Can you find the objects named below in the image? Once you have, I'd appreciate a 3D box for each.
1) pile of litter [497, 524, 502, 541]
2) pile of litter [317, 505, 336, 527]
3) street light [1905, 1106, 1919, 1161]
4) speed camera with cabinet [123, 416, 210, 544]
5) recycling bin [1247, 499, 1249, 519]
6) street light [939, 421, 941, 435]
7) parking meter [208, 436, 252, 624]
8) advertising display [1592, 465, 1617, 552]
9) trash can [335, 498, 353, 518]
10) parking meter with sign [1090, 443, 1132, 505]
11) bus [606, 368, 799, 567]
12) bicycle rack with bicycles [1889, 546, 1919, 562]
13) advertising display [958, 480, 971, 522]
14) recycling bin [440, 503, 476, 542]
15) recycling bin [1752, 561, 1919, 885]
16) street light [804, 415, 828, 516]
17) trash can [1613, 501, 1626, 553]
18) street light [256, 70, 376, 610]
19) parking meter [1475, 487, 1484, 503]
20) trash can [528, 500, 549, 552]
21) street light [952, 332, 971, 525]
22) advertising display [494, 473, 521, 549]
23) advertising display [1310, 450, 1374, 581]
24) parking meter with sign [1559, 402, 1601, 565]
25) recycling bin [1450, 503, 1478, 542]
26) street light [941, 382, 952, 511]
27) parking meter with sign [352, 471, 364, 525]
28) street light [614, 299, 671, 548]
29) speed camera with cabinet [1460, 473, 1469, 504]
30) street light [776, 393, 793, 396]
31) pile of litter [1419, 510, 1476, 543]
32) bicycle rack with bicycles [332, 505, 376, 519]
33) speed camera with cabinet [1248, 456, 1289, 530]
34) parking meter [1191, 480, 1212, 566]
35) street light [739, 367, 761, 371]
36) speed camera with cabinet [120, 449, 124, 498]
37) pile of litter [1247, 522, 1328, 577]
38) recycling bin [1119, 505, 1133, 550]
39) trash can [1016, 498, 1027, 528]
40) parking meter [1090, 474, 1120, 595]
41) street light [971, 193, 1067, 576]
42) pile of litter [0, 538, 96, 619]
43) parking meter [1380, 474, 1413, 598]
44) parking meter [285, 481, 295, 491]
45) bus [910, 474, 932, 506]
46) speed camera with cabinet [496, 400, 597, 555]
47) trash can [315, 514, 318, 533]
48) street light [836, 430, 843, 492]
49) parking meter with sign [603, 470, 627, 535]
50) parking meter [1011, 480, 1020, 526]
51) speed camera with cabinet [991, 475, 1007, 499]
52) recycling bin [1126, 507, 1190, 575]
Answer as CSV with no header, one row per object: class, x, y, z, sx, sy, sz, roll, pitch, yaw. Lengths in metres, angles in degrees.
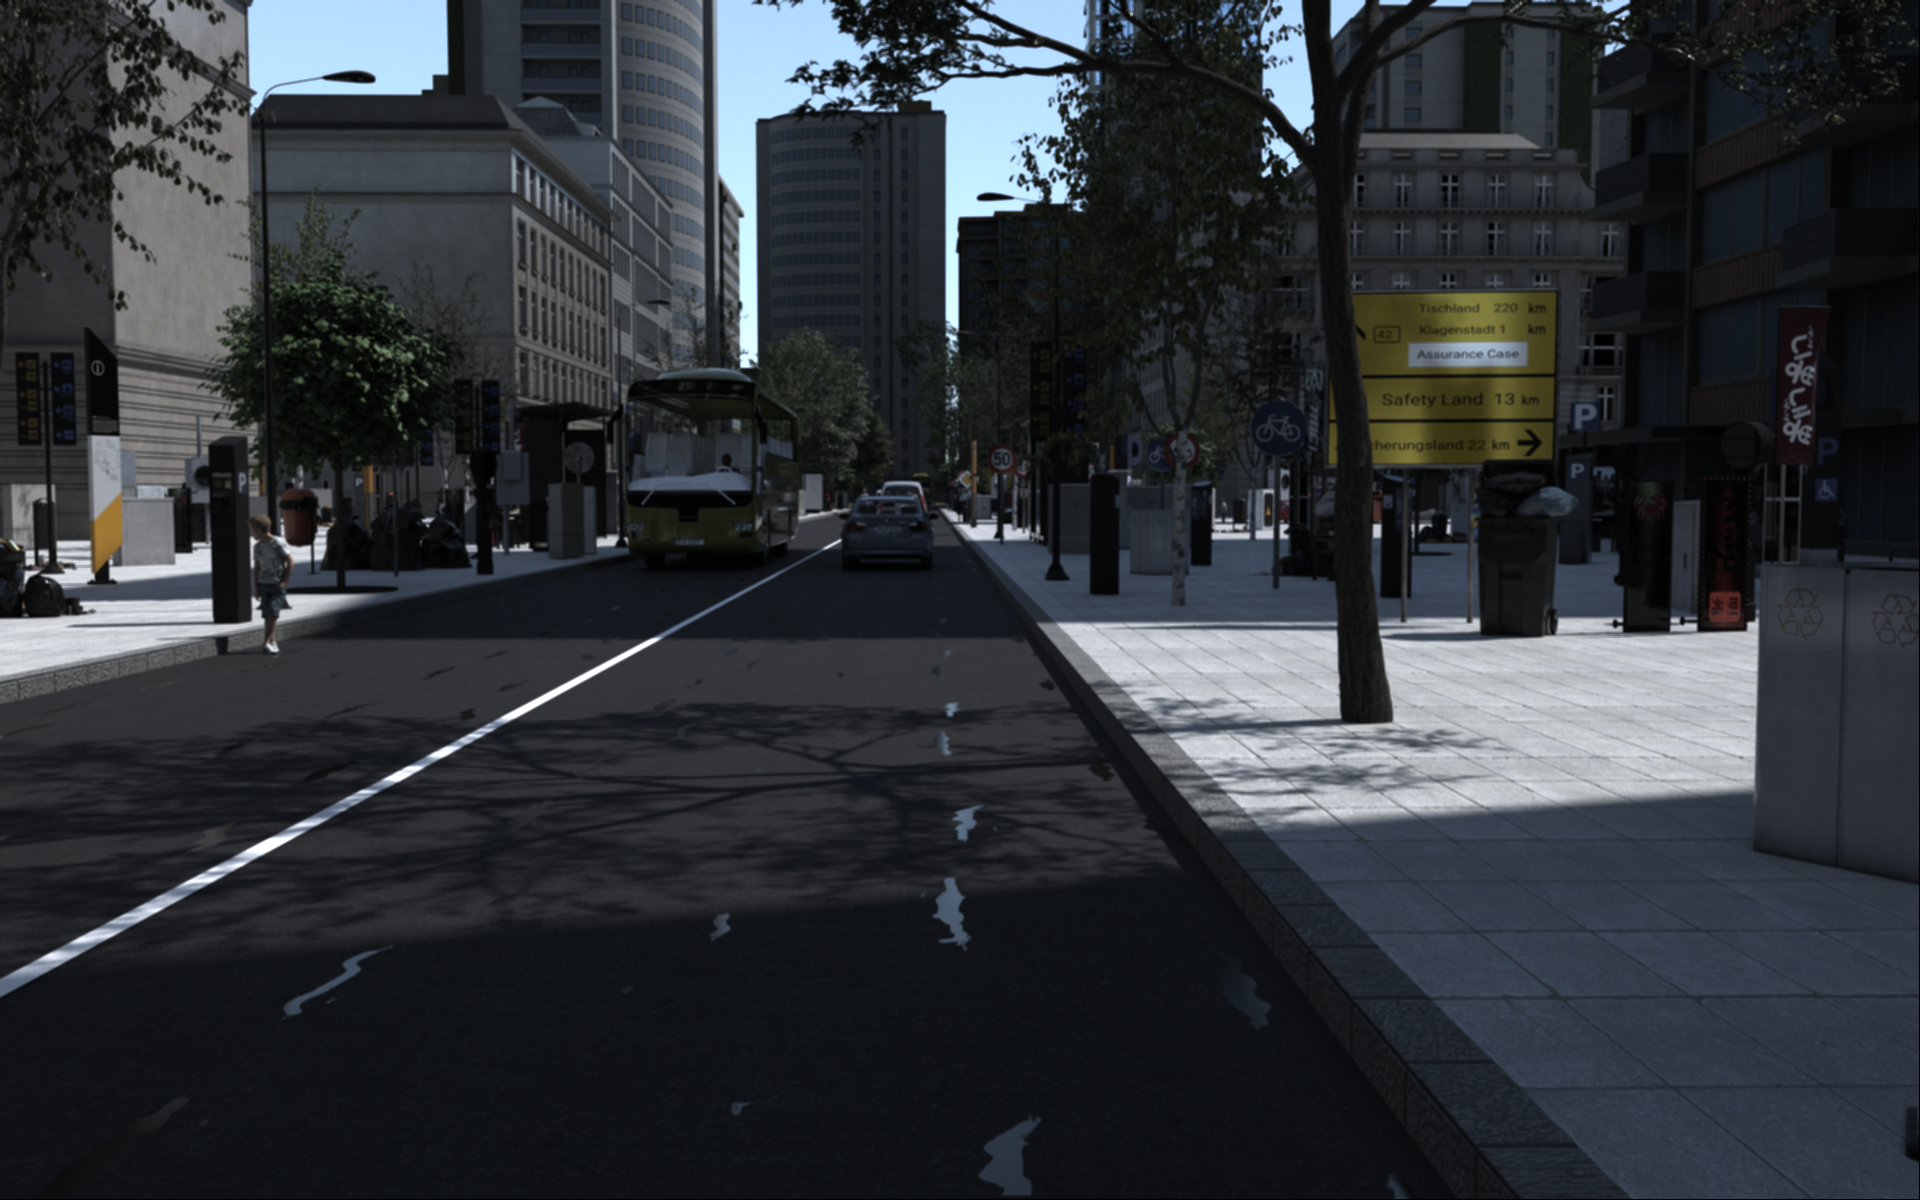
pile of litter,-12.704,-2.102,48.325,1.176,0.858,1.719,0,4,3
pile of litter,-24.677,-3.290,67.764,1.719,0.858,1.176,-1,4,-17
street light,1.472,-1.876,3.209,1.470,5.913,1.316,0,4,-1
speed camera with cabinet,-19.688,-2.999,43.377,2.038,3.252,0.660,-3,5,-41
recycling bin,14.943,-4.601,87.779,0.722,1.027,0.722,-1,4,-21
street light,-0.181,-7.037,87.596,1.470,5.913,1.316,0,4,-1
parking meter,-7.262,-0.705,17.234,0.255,1.863,0.399,0,4,1
advertising display,14.023,-2.029,38.381,0.974,1.923,0.123,1,4,19
trash can,-24.804,-3.552,69.732,0.748,1.137,0.748,0,3,0
parking meter with sign,4.969,-3.535,54.054,1.738,3.016,0.543,2,4,27
bus,-5.125,-2.805,37.403,2.896,3.916,12.252,0,4,-2
bicycle rack with bicycles,13.250,-0.529,22.035,2.852,0.926,2.925,-1,4,-11
advertising display,0.303,-4.539,79.419,0.974,1.923,0.123,3,4,38
recycling bin,-13.518,-2.089,46.703,0.722,1.027,0.722,2,4,30
recycling bin,3.323,0.396,6.078,0.722,1.027,0.722,-2,4,-29
street light,-8.634,-7.922,102.071,1.470,5.913,1.316,0,4,-1
trash can,14.178,-1.527,36.622,0.748,1.137,0.748,0,3,0
street light,-7.108,-2.850,19.144,1.470,5.913,1.316,0,4,-1
parking meter,19.296,-3.424,64.391,0.372,1.533,0.369,0,3,0
trash can,-9.317,-1.652,38.668,0.748,1.137,0.748,0,3,0
street light,0.584,-4.718,49.674,1.470,5.913,1.316,0,4,-1
advertising display,-10.623,-2.169,40.675,0.123,1.923,0.974,1,4,18
advertising display,5.600,-1.237,25.438,0.974,1.923,0.123,3,5,41
parking meter with sign,11.487,-2.197,32.184,0.543,3.016,1.738,2,4,27
recycling bin,13.657,-2.090,46.723,0.722,1.027,0.722,2,4,25
street light,0.047,-6.075,71.870,1.470,5.913,1.316,0,4,-1
parking meter with sign,-21.521,-4.018,61.950,0.543,3.016,1.738,-1,4,-21
street light,-7.587,-4.213,41.422,1.470,5.913,1.316,0,4,-1
speed camera with cabinet,33.518,-7.456,116.240,0.660,3.252,2.038,-2,4,-28
street light,-8.366,-6.564,79.870,1.470,5.913,1.316,0,4,-1
pile of litter,12.788,-1.929,45.510,1.719,0.858,1.176,0,4,-7
bicycle rack with bicycles,-28.056,-4.149,81.219,2.925,0.926,2.852,-1,4,-10
speed camera with cabinet,11.073,-4.135,61.938,0.660,3.252,2.038,3,4,39
parking meter,4.339,-1.390,31.132,0.372,1.533,0.369,0,3,0
street light,-8.008,-5.571,63.621,1.470,5.913,1.316,0,4,-1
speed camera with cabinet,-29.718,-4.080,61.049,0.660,3.252,2.038,3,5,42
pile of litter,5.427,-0.816,27.300,1.719,0.858,1.176,3,4,38
recycling bin,3.531,-1.694,40.244,0.722,1.027,0.722,3,5,41
trash can,2.353,-3.282,65.315,0.748,1.137,0.748,0,3,0
parking meter,1.849,-0.840,22.140,0.372,1.533,0.369,0,3,0
street light,0.958,-3.323,26.865,1.470,5.913,1.316,0,4,-1
pile of litter,-10.074,-0.257,18.162,1.719,0.858,1.176,-1,4,-13
parking meter,5.418,-0.800,21.493,0.372,1.533,0.369,0,3,0
parking meter,-30.638,-4.500,79.279,0.399,1.863,0.255,0,4,-8
bus,-4.735,-13.210,207.526,2.896,3.916,12.252,0,4,-1
speed camera with cabinet,-8.753,-2.588,36.653,2.038,3.252,0.660,-1,4,-13
trash can,-20.378,-2.592,54.040,0.748,1.137,0.748,0,3,0
street light,-9.085,-9.286,124.366,1.470,5.913,1.316,0,4,-1
parking meter with sign,-11.193,-3.589,54.937,1.738,3.016,0.543,-1,4,-9
parking meter,2.231,-3.912,69.670,0.255,1.863,0.399,-1,4,-13
speed camera with cabinet,2.361,-5.610,86.063,0.660,3.252,2.038,3,5,40
recycling bin,3.194,-0.927,27.716,0.722,1.027,0.722,-2,4,-25
